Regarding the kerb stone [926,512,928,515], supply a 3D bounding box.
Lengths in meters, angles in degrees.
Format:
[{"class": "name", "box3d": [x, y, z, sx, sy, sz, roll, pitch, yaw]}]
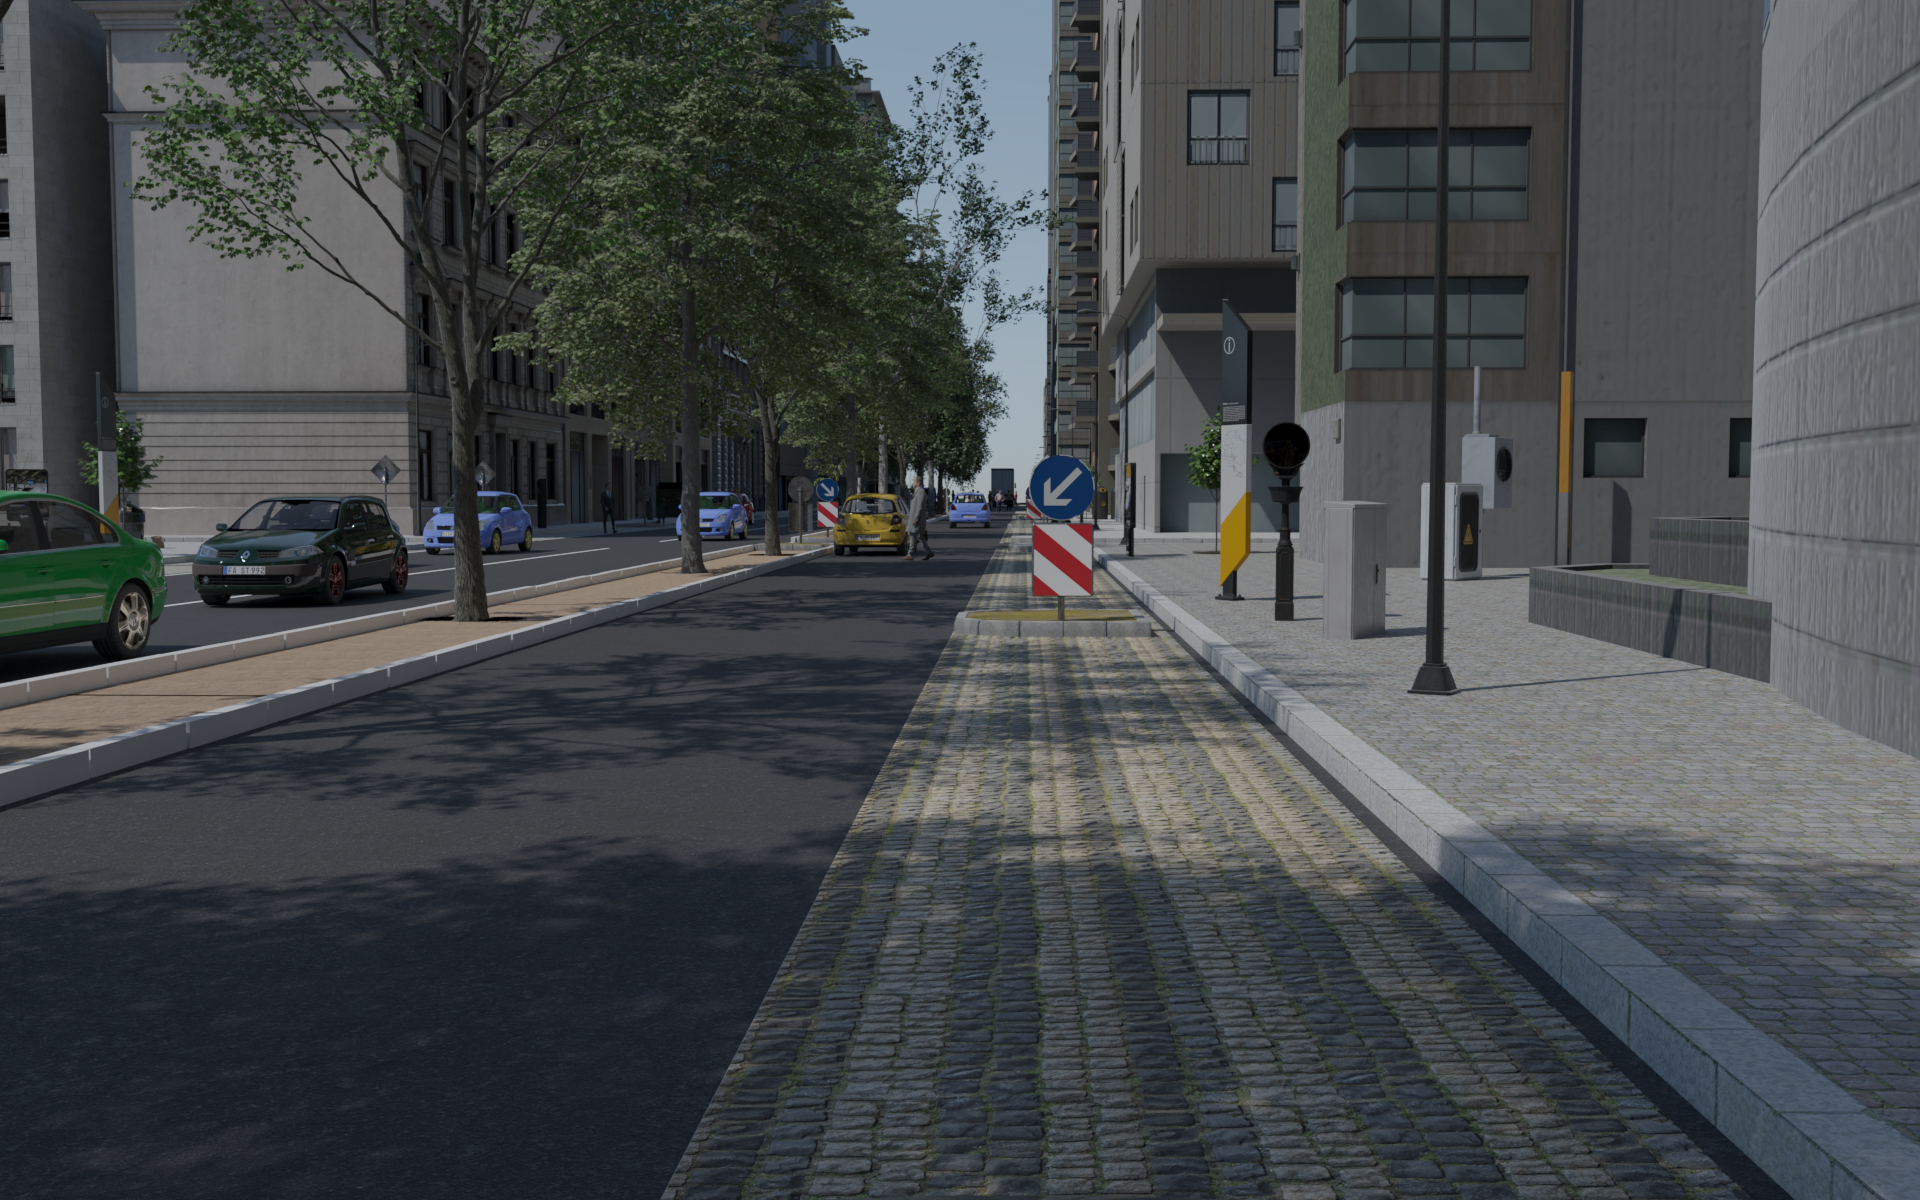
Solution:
[{"class": "kerb stone", "box3d": [-2.183, -6.259, 124.558, 0.120, 0.150, 1.000, 0, 4, 2]}]

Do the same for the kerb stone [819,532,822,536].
[{"class": "kerb stone", "box3d": [-4.727, -2.124, 56.929, 0.120, 0.150, 1.000, 0, 4, 2]}]

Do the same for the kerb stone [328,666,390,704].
[{"class": "kerb stone", "box3d": [-4.307, 0.608, 12.298, 0.120, 0.150, 1.000, 0, 4, 2]}]

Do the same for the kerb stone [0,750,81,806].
[{"class": "kerb stone", "box3d": [-4.455, 0.856, 8.207, 0.120, 0.150, 1.000, 0, 4, 2]}]

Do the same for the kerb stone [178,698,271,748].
[{"class": "kerb stone", "box3d": [-4.376, 0.730, 10.254, 0.120, 0.150, 1.000, 0, 4, 2]}]

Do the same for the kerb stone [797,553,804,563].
[{"class": "kerb stone", "box3d": [-3.414, -0.834, 35.839, 0.120, 0.150, 1.000, 0, 4, 2]}]

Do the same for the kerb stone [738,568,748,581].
[{"class": "kerb stone", "box3d": [-3.686, -0.397, 28.682, 0.120, 0.150, 1.000, 0, 4, 2]}]

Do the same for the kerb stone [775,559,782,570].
[{"class": "kerb stone", "box3d": [-3.540, -0.642, 32.770, 0.120, 0.150, 1.000, 0, 4, 2]}]

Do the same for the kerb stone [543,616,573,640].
[{"class": "kerb stone", "box3d": [-4.108, 0.295, 17.414, 0.120, 0.150, 1.000, 0, 4, 2]}]

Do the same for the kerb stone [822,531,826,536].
[{"class": "kerb stone", "box3d": [-4.688, -2.187, 57.950, 0.120, 0.150, 1.000, 0, 4, 2]}]

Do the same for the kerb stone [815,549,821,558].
[{"class": "kerb stone", "box3d": [-3.302, -1.022, 38.906, 0.120, 0.150, 1.000, 0, 4, 2]}]

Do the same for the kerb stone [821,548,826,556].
[{"class": "kerb stone", "box3d": [-3.265, -1.085, 39.928, 0.120, 0.150, 1.000, 0, 4, 2]}]

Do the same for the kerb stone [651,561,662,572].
[{"class": "kerb stone", "box3d": [-5.676, -0.587, 31.800, 0.120, 0.150, 1.000, 0, 4, 2]}]

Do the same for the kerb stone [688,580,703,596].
[{"class": "kerb stone", "box3d": [-3.842, -0.146, 24.596, 0.120, 0.150, 1.000, 0, 4, 2]}]

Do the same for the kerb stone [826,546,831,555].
[{"class": "kerb stone", "box3d": [-3.226, -1.142, 40.950, 0.120, 0.150, 1.000, 0, 4, 2]}]

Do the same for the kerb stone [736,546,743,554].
[{"class": "kerb stone", "box3d": [-5.331, -1.152, 41.028, 0.120, 0.150, 1.000, 0, 4, 2]}]

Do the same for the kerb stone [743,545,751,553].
[{"class": "kerb stone", "box3d": [-5.283, -1.215, 42.059, 0.120, 0.150, 1.000, 0, 4, 2]}]

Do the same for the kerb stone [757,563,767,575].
[{"class": "kerb stone", "box3d": [-3.602, -0.522, 30.726, 0.120, 0.150, 1.000, 0, 4, 2]}]

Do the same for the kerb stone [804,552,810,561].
[{"class": "kerb stone", "box3d": [-3.379, -0.897, 36.861, 0.120, 0.150, 1.000, 0, 4, 2]}]

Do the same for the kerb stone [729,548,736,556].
[{"class": "kerb stone", "box3d": [-5.370, -1.089, 39.999, 0.120, 0.150, 1.000, 0, 4, 2]}]

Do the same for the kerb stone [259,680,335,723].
[{"class": "kerb stone", "box3d": [-4.344, 0.668, 11.276, 0.120, 0.150, 1.000, 0, 4, 2]}]

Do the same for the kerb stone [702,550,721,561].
[{"class": "kerb stone", "box3d": [-5.446, -0.961, 37.956, 0.120, 0.150, 1.000, 0, 4, 2]}]

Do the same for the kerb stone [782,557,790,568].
[{"class": "kerb stone", "box3d": [-3.488, -0.705, 33.796, 0.120, 0.150, 1.000, 0, 4, 2]}]

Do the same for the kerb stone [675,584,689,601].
[{"class": "kerb stone", "box3d": [-3.879, -0.077, 23.574, 0.120, 0.150, 1.000, 0, 4, 2]}]

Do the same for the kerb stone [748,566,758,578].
[{"class": "kerb stone", "box3d": [-3.645, -0.457, 29.704, 0.120, 0.150, 1.000, 0, 4, 2]}]

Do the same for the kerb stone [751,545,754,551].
[{"class": "kerb stone", "box3d": [-5.246, -1.278, 43.089, 0.120, 0.150, 1.000, 0, 4, 2]}]

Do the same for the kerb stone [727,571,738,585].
[{"class": "kerb stone", "box3d": [-3.728, -0.330, 27.661, 0.120, 0.150, 1.000, 0, 4, 2]}]

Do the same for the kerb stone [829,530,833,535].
[{"class": "kerb stone", "box3d": [-4.607, -2.312, 59.996, 0.120, 0.150, 1.000, 0, 4, 2]}]

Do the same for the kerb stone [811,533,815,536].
[{"class": "kerb stone", "box3d": [-4.808, -1.999, 54.887, 0.120, 0.150, 1.000, 0, 4, 2]}]

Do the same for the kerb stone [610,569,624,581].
[{"class": "kerb stone", "box3d": [-5.789, -0.398, 28.716, 0.120, 0.150, 1.000, 0, 4, 2]}]

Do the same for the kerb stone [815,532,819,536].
[{"class": "kerb stone", "box3d": [-4.766, -2.058, 55.908, 0.120, 0.150, 1.000, 0, 4, 2]}]

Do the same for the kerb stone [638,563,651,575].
[{"class": "kerb stone", "box3d": [-5.709, -0.523, 30.773, 0.120, 0.150, 1.000, 0, 4, 2]}]

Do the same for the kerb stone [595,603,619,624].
[{"class": "kerb stone", "box3d": [-4.033, 0.167, 19.461, 0.120, 0.150, 1.000, 0, 4, 2]}]

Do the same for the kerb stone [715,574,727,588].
[{"class": "kerb stone", "box3d": [-3.768, -0.272, 26.639, 0.120, 0.150, 1.000, 0, 4, 2]}]

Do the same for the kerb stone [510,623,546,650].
[{"class": "kerb stone", "box3d": [-4.143, 0.358, 16.392, 0.120, 0.150, 1.000, 0, 4, 2]}]

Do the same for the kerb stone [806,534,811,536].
[{"class": "kerb stone", "box3d": [-4.840, -1.937, 53.865, 0.120, 0.150, 1.000, 0, 4, 2]}]

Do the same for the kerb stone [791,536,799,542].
[{"class": "kerb stone", "box3d": [-4.930, -1.811, 51.806, 0.120, 0.150, 1.000, 0, 4, 2]}]

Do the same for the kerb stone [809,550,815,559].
[{"class": "kerb stone", "box3d": [-3.345, -0.956, 37.883, 0.120, 0.150, 1.000, 0, 4, 2]}]

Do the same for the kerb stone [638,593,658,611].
[{"class": "kerb stone", "box3d": [-3.952, 0.046, 21.520, 0.120, 0.150, 1.000, 0, 4, 2]}]

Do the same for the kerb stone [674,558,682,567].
[{"class": "kerb stone", "box3d": [-5.593, -0.713, 33.853, 0.120, 0.150, 1.000, 0, 4, 2]}]

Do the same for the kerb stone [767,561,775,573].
[{"class": "kerb stone", "box3d": [-3.570, -0.584, 31.747, 0.120, 0.150, 1.000, 0, 4, 2]}]

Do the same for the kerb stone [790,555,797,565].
[{"class": "kerb stone", "box3d": [-3.459, -0.768, 34.818, 0.120, 0.150, 1.000, 0, 4, 2]}]

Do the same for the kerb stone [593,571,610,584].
[{"class": "kerb stone", "box3d": [-5.823, -0.329, 27.695, 0.120, 0.150, 1.000, 0, 4, 2]}]

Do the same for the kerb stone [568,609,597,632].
[{"class": "kerb stone", "box3d": [-4.072, 0.230, 18.436, 0.120, 0.150, 1.000, 0, 4, 2]}]

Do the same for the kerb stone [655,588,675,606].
[{"class": "kerb stone", "box3d": [-3.910, -0.021, 22.547, 0.120, 0.150, 1.000, 0, 4, 2]}]

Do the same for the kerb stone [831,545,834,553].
[{"class": "kerb stone", "box3d": [-3.184, -1.200, 41.981, 0.120, 0.150, 1.000, 0, 4, 2]}]

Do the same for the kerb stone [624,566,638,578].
[{"class": "kerb stone", "box3d": [-5.747, -0.460, 29.752, 0.120, 0.150, 1.000, 0, 4, 2]}]

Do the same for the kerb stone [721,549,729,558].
[{"class": "kerb stone", "box3d": [-5.400, -1.026, 38.977, 0.120, 0.150, 1.000, 0, 4, 2]}]

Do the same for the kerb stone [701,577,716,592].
[{"class": "kerb stone", "box3d": [-3.800, -0.209, 25.617, 0.120, 0.150, 1.000, 0, 4, 2]}]

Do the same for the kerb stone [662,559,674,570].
[{"class": "kerb stone", "box3d": [-5.631, -0.650, 32.826, 0.120, 0.150, 1.000, 0, 4, 2]}]

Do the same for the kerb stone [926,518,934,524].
[{"class": "kerb stone", "box3d": [-1.512, -3.937, 86.573, 0.120, 0.150, 1.000, 0, 4, 2]}]

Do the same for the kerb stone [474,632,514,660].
[{"class": "kerb stone", "box3d": [-4.191, 0.417, 15.371, 0.120, 0.150, 1.000, 0, 4, 2]}]

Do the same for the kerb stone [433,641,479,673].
[{"class": "kerb stone", "box3d": [-4.223, 0.480, 14.345, 0.120, 0.150, 1.000, 0, 4, 2]}]

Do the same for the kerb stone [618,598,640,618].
[{"class": "kerb stone", "box3d": [-3.989, 0.104, 20.491, 0.120, 0.150, 1.000, 0, 4, 2]}]

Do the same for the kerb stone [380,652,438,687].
[{"class": "kerb stone", "box3d": [-4.262, 0.543, 13.324, 0.120, 0.150, 1.000, 0, 4, 2]}]

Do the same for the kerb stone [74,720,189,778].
[{"class": "kerb stone", "box3d": [-4.423, 0.793, 9.230, 0.120, 0.150, 1.000, 0, 4, 2]}]
